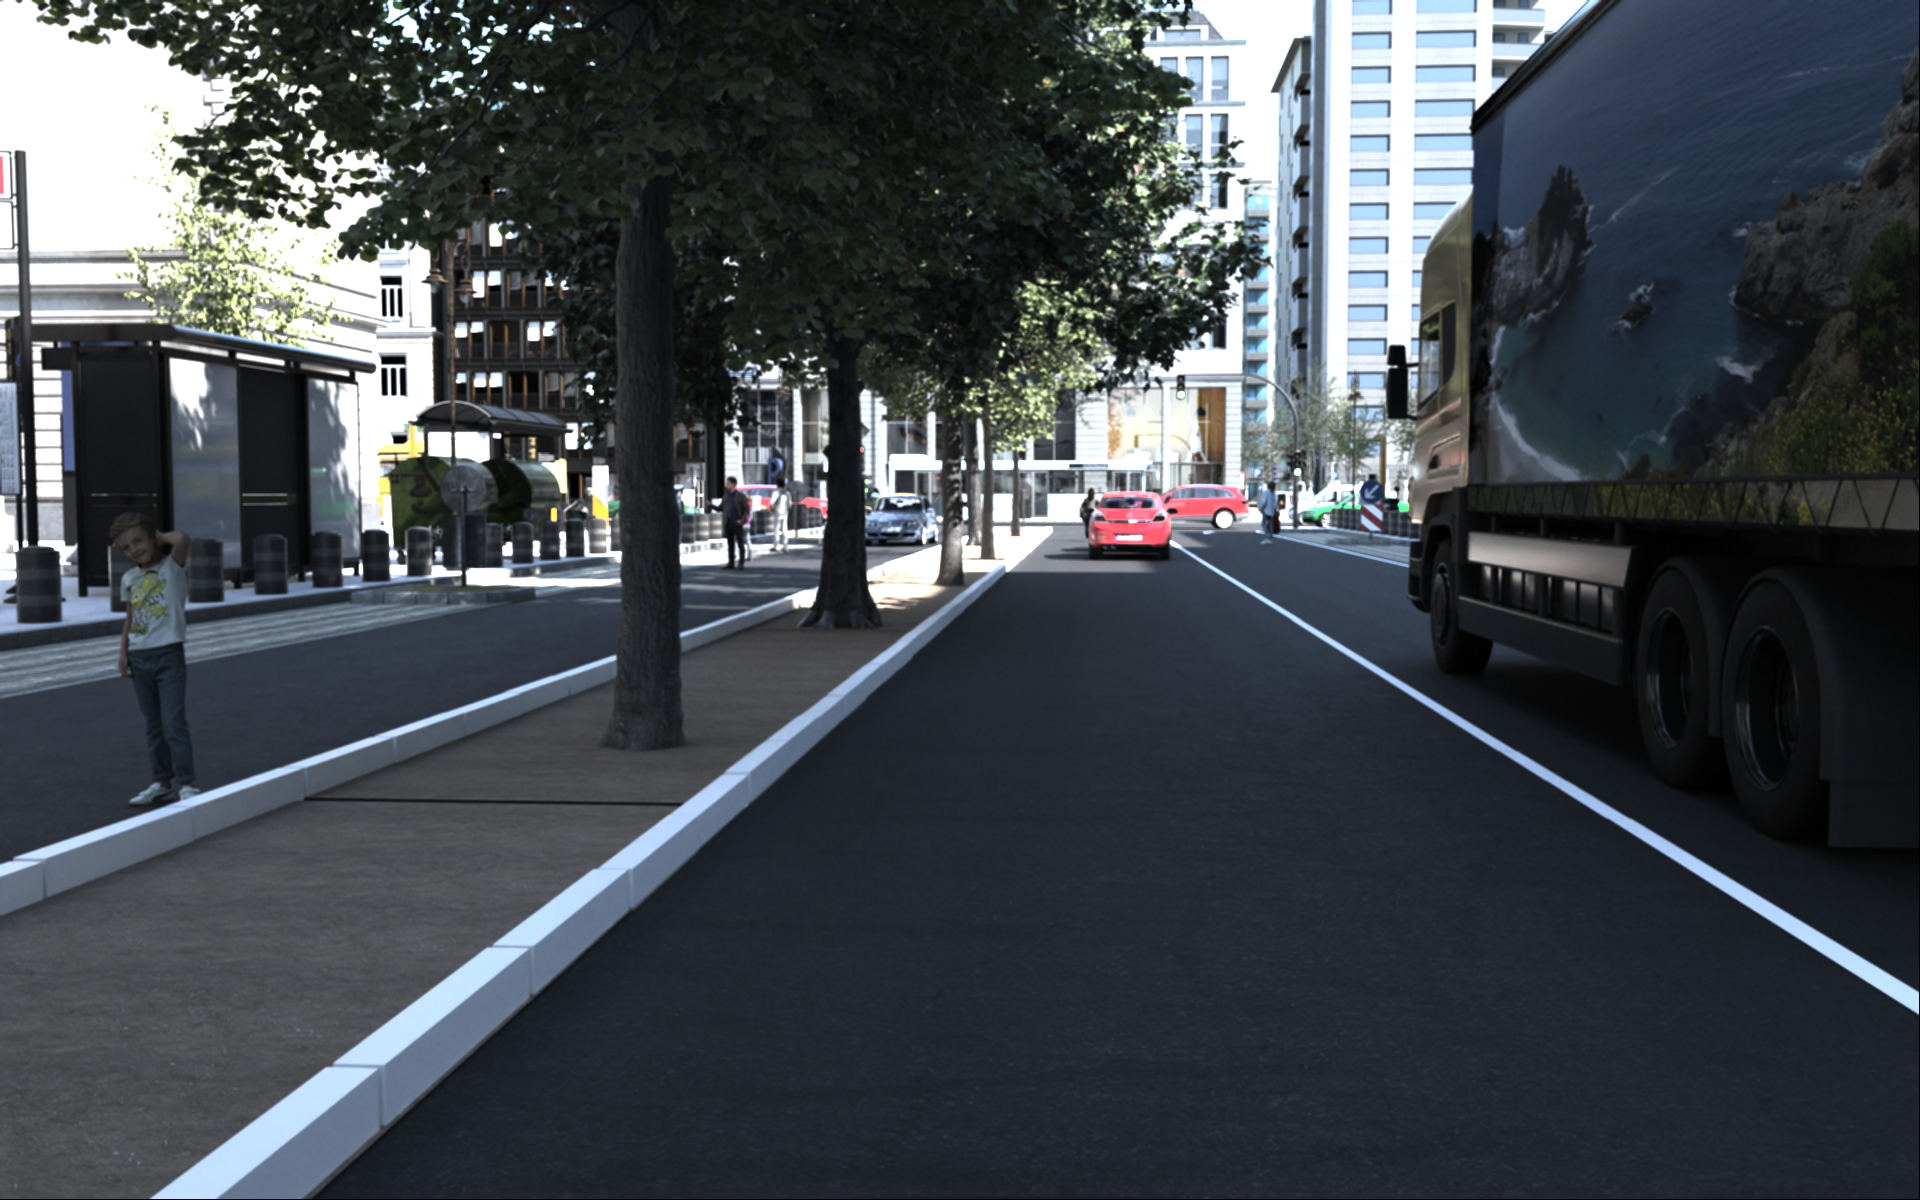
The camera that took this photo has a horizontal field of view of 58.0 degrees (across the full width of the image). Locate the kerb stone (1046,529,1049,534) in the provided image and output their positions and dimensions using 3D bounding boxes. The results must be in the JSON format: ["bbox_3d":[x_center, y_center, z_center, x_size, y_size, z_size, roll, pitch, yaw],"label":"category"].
[{"bbox_3d":[2.870,-2.233,58.705,0.120,0.150,1.000,0,4,4],"label":"kerb stone"}]

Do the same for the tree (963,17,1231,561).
[{"bbox_3d":[0.622,-7.584,36.822,12.009,13.543,11.850,0,3,0],"label":"tree"}]

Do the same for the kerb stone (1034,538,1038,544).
[{"bbox_3d":[1.992,-1.544,47.447,0.120,0.150,1.000,0,4,4],"label":"kerb stone"}]

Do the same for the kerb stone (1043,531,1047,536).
[{"bbox_3d":[2.631,-2.045,55.633,0.120,0.150,1.000,0,4,4],"label":"kerb stone"}]

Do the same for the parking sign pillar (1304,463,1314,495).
[{"bbox_3d":[29.434,-9.641,146.107,1.447,3.967,1.447,-1,4,-10],"label":"parking sign pillar"}]

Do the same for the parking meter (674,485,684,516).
[{"bbox_3d":[-7.487,-2.288,45.813,0.372,1.533,0.369,0,3,0],"label":"parking meter"}]

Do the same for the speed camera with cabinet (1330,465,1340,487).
[{"bbox_3d":[25.576,-7.610,118.764,0.660,3.252,2.038,1,4,22],"label":"speed camera with cabinet"}]

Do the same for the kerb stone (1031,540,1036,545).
[{"bbox_3d":[1.849,-1.419,45.399,0.120,0.150,1.000,0,4,4],"label":"kerb stone"}]

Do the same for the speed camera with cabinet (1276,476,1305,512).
[{"bbox_3d":[24.230,-8.119,127.074,2.038,3.252,0.660,1,4,22],"label":"speed camera with cabinet"}]

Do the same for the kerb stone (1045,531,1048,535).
[{"bbox_3d":[2.708,-2.101,56.655,0.120,0.150,1.000,0,4,4],"label":"kerb stone"}]

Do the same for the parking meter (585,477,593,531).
[{"bbox_3d":[-12.775,-3.305,59.742,0.255,1.863,0.399,-1,4,-23],"label":"parking meter"}]

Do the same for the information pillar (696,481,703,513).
[{"bbox_3d":[-14.200,-5.498,94.381,0.304,2.012,0.304,-3,5,-43],"label":"information pillar"}]

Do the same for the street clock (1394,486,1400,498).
[{"bbox_3d":[38.603,-9.074,152.936,0.471,2.002,0.358,3,4,38],"label":"street clock"}]

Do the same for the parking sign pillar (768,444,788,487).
[{"bbox_3d":[-9.833,-6.425,93.518,1.447,3.967,1.447,-3,5,-42],"label":"parking sign pillar"}]

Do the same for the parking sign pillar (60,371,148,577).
[{"bbox_3d":[-13.495,-2.380,27.378,1.447,3.967,1.447,1,4,10],"label":"parking sign pillar"}]

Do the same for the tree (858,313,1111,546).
[{"bbox_3d":[0.254,-8.397,47.172,7.806,13.903,7.818,0,3,0],"label":"tree"}]

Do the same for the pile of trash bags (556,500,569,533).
[{"bbox_3d":[-14.749,-2.988,58.603,3.447,1.369,1.912,1,4,12],"label":"pile of trash bags"}]

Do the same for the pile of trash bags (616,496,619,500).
[{"bbox_3d":[-28.618,-8.562,149.732,1.912,1.369,3.447,3,5,39],"label":"pile of trash bags"}]

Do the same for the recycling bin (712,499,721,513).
[{"bbox_3d":[-18.131,-7.067,128.093,0.722,1.027,0.722,0,4,-3],"label":"recycling bin"}]

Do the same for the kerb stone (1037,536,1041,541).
[{"bbox_3d":[2.163,-1.668,49.493,0.120,0.150,1.000,0,4,4],"label":"kerb stone"}]

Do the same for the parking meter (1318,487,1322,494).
[{"bbox_3d":[31.795,-9.004,152.923,0.255,1.863,0.399,-1,4,-14],"label":"parking meter"}]

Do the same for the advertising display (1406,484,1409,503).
[{"bbox_3d":[28.596,-6.427,110.302,0.123,1.923,0.974,0,4,-2],"label":"advertising display"}]

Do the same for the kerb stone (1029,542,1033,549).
[{"bbox_3d":[1.696,-1.294,43.345,0.120,0.150,1.000,0,4,4],"label":"kerb stone"}]

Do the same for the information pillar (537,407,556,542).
[{"bbox_3d":[-11.136,-3.378,46.586,0.504,3.616,0.183,-1,4,-12],"label":"information pillar"}]

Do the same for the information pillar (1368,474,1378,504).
[{"bbox_3d":[14.939,-3.559,62.677,0.304,2.012,0.304,2,4,26],"label":"information pillar"}]

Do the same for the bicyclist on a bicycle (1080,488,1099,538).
[{"bbox_3d":[3.983,-2.604,52.602,1.499,1.676,1.625,0,4,6],"label":"bicyclist on a bicycle"}]

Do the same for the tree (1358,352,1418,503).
[{"bbox_3d":[23.646,-8.604,91.033,4.360,8.622,3.978,0,3,0],"label":"tree"}]

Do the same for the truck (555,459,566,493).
[{"bbox_3d":[-24.247,-5.392,84.089,9.791,3.379,3.469,0,4,4],"label":"truck"}]

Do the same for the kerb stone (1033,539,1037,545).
[{"bbox_3d":[1.919,-1.482,46.421,0.120,0.150,1.000,0,4,4],"label":"kerb stone"}]

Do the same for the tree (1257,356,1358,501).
[{"bbox_3d":[18.390,-8.660,91.945,4.360,8.622,3.978,0,3,0],"label":"tree"}]

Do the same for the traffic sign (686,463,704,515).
[{"bbox_3d":[-8.643,-3.325,56.499,0.606,2.300,0.079,1,4,10],"label":"traffic sign"}]

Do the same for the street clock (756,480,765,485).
[{"bbox_3d":[-10.621,-5.366,92.303,0.471,2.002,0.358,3,5,42],"label":"street clock"}]

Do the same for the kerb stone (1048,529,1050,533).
[{"bbox_3d":[2.945,-2.293,59.727,0.120,0.150,1.000,0,4,4],"label":"kerb stone"}]

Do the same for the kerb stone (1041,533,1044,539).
[{"bbox_3d":[2.393,-1.857,52.565,0.120,0.150,1.000,0,4,4],"label":"kerb stone"}]

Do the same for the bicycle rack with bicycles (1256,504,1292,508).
[{"bbox_3d":[24.397,-7.242,131.792,2.852,0.926,2.925,-3,4,-38],"label":"bicycle rack with bicycles"}]

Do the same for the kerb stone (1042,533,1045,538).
[{"bbox_3d":[2.470,-1.920,53.590,0.120,0.150,1.000,0,4,4],"label":"kerb stone"}]

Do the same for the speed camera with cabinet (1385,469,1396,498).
[{"bbox_3d":[34.053,-8.782,137.913,0.660,3.252,2.038,2,4,35],"label":"speed camera with cabinet"}]

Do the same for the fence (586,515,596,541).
[{"bbox_3d":[-10.185,-1.989,47.898,0.278,0.683,2.069,0,4,-5],"label":"fence"}]

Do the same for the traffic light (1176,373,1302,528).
[{"bbox_3d":[10.503,-5.528,65.048,4.771,5.953,1.251,0,4,4],"label":"traffic light"}]

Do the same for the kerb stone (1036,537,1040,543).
[{"bbox_3d":[2.083,-1.604,48.468,0.120,0.150,1.000,0,4,4],"label":"kerb stone"}]

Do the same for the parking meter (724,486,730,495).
[{"bbox_3d":[-7.407,-2.901,55.848,0.372,1.533,0.369,0,3,0],"label":"parking meter"}]

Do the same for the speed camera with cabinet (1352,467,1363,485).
[{"bbox_3d":[28.884,-8.208,128.530,2.038,3.252,0.660,3,5,42],"label":"speed camera with cabinet"}]

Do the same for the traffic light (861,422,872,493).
[{"bbox_3d":[-3.819,-4.731,66.270,0.839,4.253,0.868,0,4,4],"label":"traffic light"}]

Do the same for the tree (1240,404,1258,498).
[{"bbox_3d":[22.903,-11.580,139.701,4.360,8.622,3.978,0,3,0],"label":"tree"}]

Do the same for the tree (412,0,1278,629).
[{"bbox_3d":[-1.243,-6.056,18.474,9.611,12.733,9.660,0,3,0],"label":"tree"}]

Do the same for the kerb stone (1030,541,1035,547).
[{"bbox_3d":[1.772,-1.354,44.367,0.120,0.150,1.000,0,4,4],"label":"kerb stone"}]

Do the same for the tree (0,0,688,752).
[{"bbox_3d":[-1.844,-5.461,9.867,7.486,12.596,7.792,0,3,0],"label":"tree"}]

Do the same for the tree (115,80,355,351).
[{"bbox_3d":[-13.353,-4.971,31.643,4.737,8.622,4.395,0,3,0],"label":"tree"}]

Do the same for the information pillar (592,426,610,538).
[{"bbox_3d":[-10.615,-3.658,51.159,0.504,3.616,0.183,1,4,21],"label":"information pillar"}]

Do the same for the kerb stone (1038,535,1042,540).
[{"bbox_3d":[2.231,-1.732,50.520,0.120,0.150,1.000,0,4,4],"label":"kerb stone"}]

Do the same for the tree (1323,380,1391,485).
[{"bbox_3d":[25.068,-9.804,110.662,4.737,8.622,4.395,0,3,0],"label":"tree"}]

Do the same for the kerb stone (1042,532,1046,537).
[{"bbox_3d":[2.546,-1.983,54.612,0.120,0.150,1.000,0,4,4],"label":"kerb stone"}]

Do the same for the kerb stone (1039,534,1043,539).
[{"bbox_3d":[2.321,-1.795,51.541,0.120,0.150,1.000,0,4,4],"label":"kerb stone"}]

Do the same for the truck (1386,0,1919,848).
[{"bbox_3d":[4.762,-1.311,10.354,2.839,4.237,11.283,0,4,4],"label":"truck"}]

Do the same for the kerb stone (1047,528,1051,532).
[{"bbox_3d":[3.027,-2.357,60.751,0.120,0.150,1.000,0,4,4],"label":"kerb stone"}]
